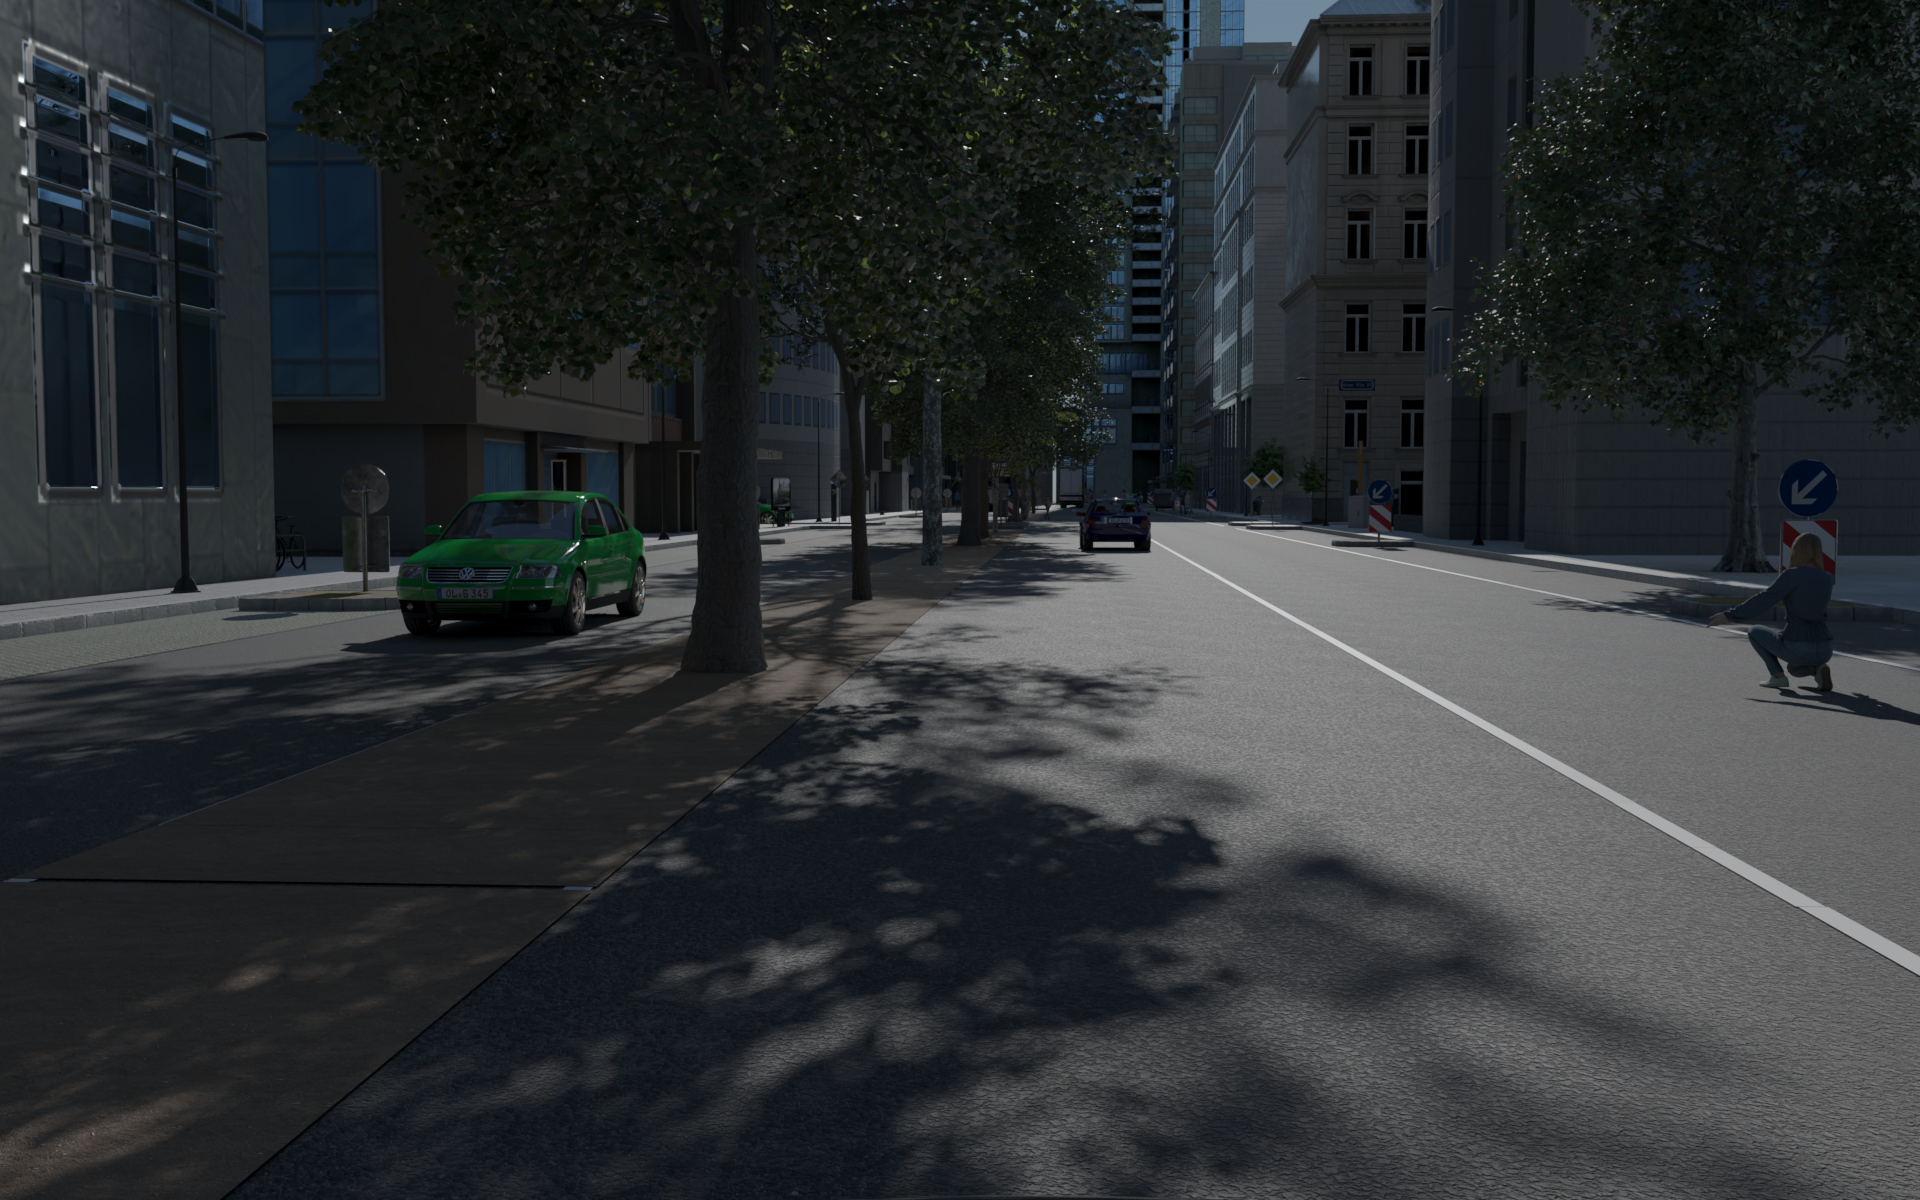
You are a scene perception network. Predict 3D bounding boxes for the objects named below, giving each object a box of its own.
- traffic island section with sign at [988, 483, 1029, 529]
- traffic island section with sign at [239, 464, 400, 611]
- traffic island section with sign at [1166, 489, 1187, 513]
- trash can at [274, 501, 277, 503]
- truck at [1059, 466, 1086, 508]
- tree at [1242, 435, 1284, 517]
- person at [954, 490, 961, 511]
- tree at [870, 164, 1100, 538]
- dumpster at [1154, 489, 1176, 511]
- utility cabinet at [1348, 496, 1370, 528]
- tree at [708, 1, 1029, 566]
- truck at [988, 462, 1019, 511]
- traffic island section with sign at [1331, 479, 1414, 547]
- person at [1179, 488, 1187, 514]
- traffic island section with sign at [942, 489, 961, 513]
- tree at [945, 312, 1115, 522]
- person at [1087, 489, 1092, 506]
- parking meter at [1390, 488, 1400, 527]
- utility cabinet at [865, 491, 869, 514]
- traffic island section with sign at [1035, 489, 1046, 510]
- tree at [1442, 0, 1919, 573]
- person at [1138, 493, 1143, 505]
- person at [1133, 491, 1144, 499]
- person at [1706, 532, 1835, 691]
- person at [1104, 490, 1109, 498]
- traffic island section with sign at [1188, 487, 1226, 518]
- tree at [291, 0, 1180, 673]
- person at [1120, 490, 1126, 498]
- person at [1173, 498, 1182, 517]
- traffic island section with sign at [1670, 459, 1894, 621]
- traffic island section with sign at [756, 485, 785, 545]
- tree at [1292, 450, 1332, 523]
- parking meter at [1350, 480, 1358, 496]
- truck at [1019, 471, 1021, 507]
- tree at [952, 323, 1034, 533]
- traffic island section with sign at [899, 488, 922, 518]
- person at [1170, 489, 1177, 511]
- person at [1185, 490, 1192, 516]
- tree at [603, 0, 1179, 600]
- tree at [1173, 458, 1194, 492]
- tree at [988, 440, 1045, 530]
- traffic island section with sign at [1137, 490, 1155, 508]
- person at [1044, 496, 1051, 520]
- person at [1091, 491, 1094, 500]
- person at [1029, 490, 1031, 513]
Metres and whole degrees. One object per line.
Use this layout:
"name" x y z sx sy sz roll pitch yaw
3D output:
"traffic island section with sign" 2.128 -4.314 78.666 2.006 1.907 1.989 0 4 4
"traffic island section with sign" -7.769 -0.820 22.039 1.989 1.847 2.006 0 4 4
"traffic island section with sign" 16.450 -7.409 129.764 1.989 1.847 2.006 0 4 4
"trash can" -13.924 -1.386 34.311 0.748 1.137 0.748 0 3 0
"truck" 11.760 -11.783 181.557 2.839 4.237 11.283 0 4 5
"tree" 17.361 -6.859 95.866 4.285 4.588 4.351 0 3 0
"person" -0.190 -8.292 144.413 0.601 1.785 0.444 -1 4 -14
"tree" 0.666 -8.306 56.388 7.486 12.596 7.792 0 3 0
"dumpster" 17.014 -8.279 143.574 1.865 1.857 1.264 0 4 3
"utility cabinet" 14.969 -3.294 65.021 0.306 1.237 1.020 -1 4 -21
"tree" -1.715 -10.800 34.931 12.611 20.169 13.585 0 3 0
"truck" 3.478 -9.628 146.338 2.839 4.237 11.283 0 4 5
"traffic island section with sign" 11.281 -2.381 47.559 1.989 1.847 2.006 0 4 4
"person" 15.777 -6.971 122.275 0.655 1.846 0.447 -1 4 -9
"traffic island section with sign" -0.910 -7.504 131.324 1.989 1.847 2.006 0 4 4
"tree" 2.589 -9.947 82.102 9.611 12.733 9.660 0 3 0
"person" 9.739 -7.447 130.433 0.466 1.800 0.511 -1 4 -19
"parking meter" 17.079 -3.650 68.092 0.372 1.533 0.369 0 3 0
"utility cabinet" -6.278 -6.104 108.475 1.173 1.500 0.318 2 4 27
"traffic island section with sign" 6.830 -8.900 153.657 2.006 1.907 1.989 0 4 4
"tree" 12.827 -6.803 28.242 9.611 12.733 9.660 0 3 0
"person" 15.642 -8.522 150.433 0.503 1.515 0.523 -1 4 -15
"person" 16.628 -9.289 161.191 1.217 1.723 0.721 -1 4 -14
"person" 6.069 0.072 12.824 1.012 1.151 0.738 0 4 -4
"person" 12.487 -8.493 147.927 0.524 1.755 0.480 0 4 4
"traffic island section with sign" 14.756 -5.764 102.862 1.989 1.847 2.006 0 4 4
"tree" -1.914 -6.400 13.759 9.857 13.997 8.962 0 3 0
"person" 13.216 -8.029 140.049 0.678 1.792 0.850 3 5 42
"person" 13.309 -5.663 106.097 0.505 1.210 0.382 0 4 -5
"traffic island section with sign" 9.584 -0.725 20.478 1.989 1.847 2.006 0 4 4
"traffic island section with sign" -6.057 -2.499 49.486 1.989 1.847 2.006 0 4 4
"tree" 15.638 -5.019 76.665 1.663 3.219 1.824 0 3 0
"parking meter" 15.967 -3.934 70.026 0.399 1.863 0.255 -3 5 -42
"truck" 5.833 -12.535 193.862 2.839 4.237 11.283 0 4 5
"tree" 1.307 -6.742 63.052 4.360 8.622 3.978 0 3 0
"traffic island section with sign" -2.606 -5.859 104.422 1.989 1.847 2.006 0 4 4
"person" 17.077 -7.919 137.996 0.620 1.820 0.660 3 5 42
"person" 14.846 -6.295 112.432 0.512 1.701 0.522 0 4 6
"tree" -1.276 -5.292 23.395 8.767 10.594 7.601 0 4 4
"tree" 20.831 -10.598 156.991 4.285 4.588 4.351 0 3 0
"tree" 1.386 -7.026 67.696 4.737 8.622 4.395 0 3 0
"traffic island section with sign" 19.594 -10.473 179.867 1.989 1.847 2.006 0 4 4
"person" 4.956 -5.190 97.626 0.475 1.303 0.640 -3 5 -41
"person" 15.750 -12.105 206.396 0.705 1.826 1.348 0 4 -5
"person" 5.249 -7.536 132.265 0.362 1.759 0.519 3 5 44
